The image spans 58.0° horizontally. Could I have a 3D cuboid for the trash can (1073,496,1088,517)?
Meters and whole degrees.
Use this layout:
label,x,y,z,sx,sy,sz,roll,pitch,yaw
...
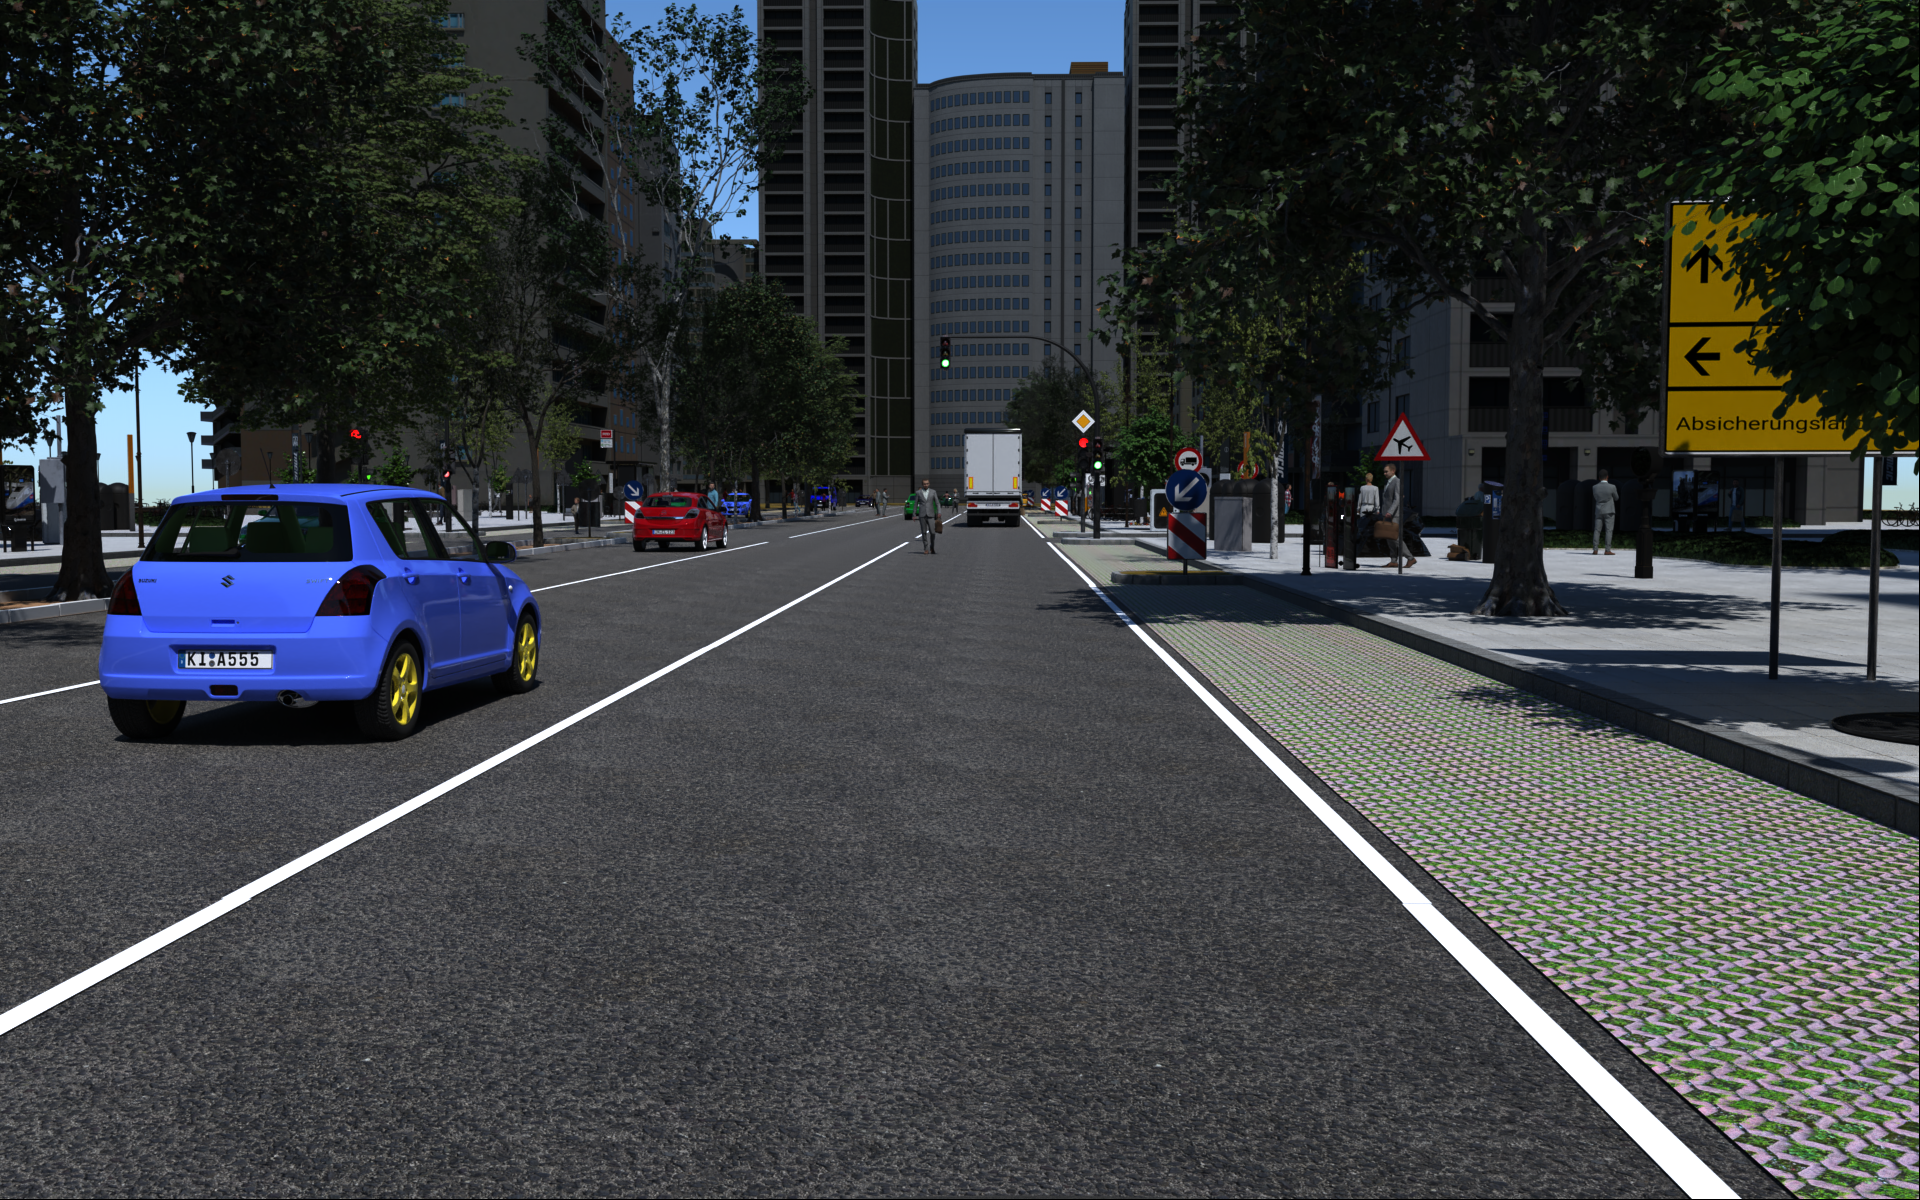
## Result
label,x,y,z,sx,sy,sz,roll,pitch,yaw
trash can,7.002,-5.331,98.811,0.748,1.137,0.748,0,3,0

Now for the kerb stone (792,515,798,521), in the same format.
label,x,y,z,sx,sy,sz,roll,pitch,yaw
kerb stone,-8.923,-4.329,92.980,0.120,0.150,1.000,0,4,1

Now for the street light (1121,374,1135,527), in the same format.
label,x,y,z,sx,sy,sz,roll,pitch,yaw
street light,6.428,-5.737,66.583,0.468,5.910,1.993,0,4,1

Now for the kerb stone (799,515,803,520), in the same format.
label,x,y,z,sx,sy,sz,roll,pitch,yaw
kerb stone,-8.881,-4.456,95.046,0.120,0.150,1.000,0,4,1

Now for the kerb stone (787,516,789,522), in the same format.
label,x,y,z,sx,sy,sz,roll,pitch,yaw
kerb stone,-9.019,-4.078,88.877,0.120,0.150,1.000,0,4,1

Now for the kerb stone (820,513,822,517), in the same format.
label,x,y,z,sx,sy,sz,roll,pitch,yaw
kerb stone,-8.653,-5.083,105.303,0.120,0.150,1.000,0,4,1

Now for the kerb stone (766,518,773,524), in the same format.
label,x,y,z,sx,sy,sz,roll,pitch,yaw
kerb stone,-9.155,-3.701,82.731,0.120,0.150,1.000,0,4,1

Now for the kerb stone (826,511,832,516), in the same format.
label,x,y,z,sx,sy,sz,roll,pitch,yaw
kerb stone,-8.515,-5.459,111.455,0.120,0.150,1.000,0,4,1

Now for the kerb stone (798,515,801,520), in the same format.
label,x,y,z,sx,sy,sz,roll,pitch,yaw
kerb stone,-8.901,-4.393,94.016,0.120,0.150,1.000,0,4,1

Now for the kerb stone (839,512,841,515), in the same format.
label,x,y,z,sx,sy,sz,roll,pitch,yaw
kerb stone,-8.373,-5.835,117.596,0.120,0.150,1.000,0,4,1

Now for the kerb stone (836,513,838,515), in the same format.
label,x,y,z,sx,sy,sz,roll,pitch,yaw
kerb stone,-8.421,-5.703,115.552,0.120,0.150,1.000,0,4,1

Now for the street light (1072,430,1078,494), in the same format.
label,x,y,z,sx,sy,sz,roll,pitch,yaw
street light,7.350,-8.422,110.487,0.468,5.910,1.993,0,4,1

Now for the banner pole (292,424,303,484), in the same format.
label,x,y,z,sx,sy,sz,roll,pitch,yaw
banner pole,-23.817,-4.423,62.333,0.863,3.779,0.401,3,5,42

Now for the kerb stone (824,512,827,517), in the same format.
label,x,y,z,sx,sy,sz,roll,pitch,yaw
kerb stone,-8.587,-5.271,108.384,0.120,0.150,1.000,0,4,1

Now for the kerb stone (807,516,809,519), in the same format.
label,x,y,z,sx,sy,sz,roll,pitch,yaw
kerb stone,-8.807,-4.644,98.117,0.120,0.150,1.000,0,4,1

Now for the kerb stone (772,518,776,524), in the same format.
label,x,y,z,sx,sy,sz,roll,pitch,yaw
kerb stone,-9.134,-3.765,83.761,0.120,0.150,1.000,0,4,1

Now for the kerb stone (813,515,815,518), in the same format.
label,x,y,z,sx,sy,sz,roll,pitch,yaw
kerb stone,-8.739,-4.825,101.202,0.120,0.150,1.000,0,4,1

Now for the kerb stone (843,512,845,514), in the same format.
label,x,y,z,sx,sy,sz,roll,pitch,yaw
kerb stone,-8.307,-6.024,120.680,0.120,0.150,1.000,0,4,1

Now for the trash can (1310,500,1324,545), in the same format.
label,x,y,z,sx,sy,sz,roll,pitch,yaw
trash can,9.078,-1.972,43.893,0.748,1.137,0.748,0,3,0

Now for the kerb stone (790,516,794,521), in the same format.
label,x,y,z,sx,sy,sz,roll,pitch,yaw
kerb stone,-8.974,-4.203,90.927,0.120,0.150,1.000,0,4,1

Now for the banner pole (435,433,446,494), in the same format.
label,x,y,z,sx,sy,sz,roll,pitch,yaw
banner pole,-21.166,-4.938,70.746,0.863,3.779,0.401,1,4,22

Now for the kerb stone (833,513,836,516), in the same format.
label,x,y,z,sx,sy,sz,roll,pitch,yaw
kerb stone,-8.444,-5.647,114.530,0.120,0.150,1.000,0,4,1

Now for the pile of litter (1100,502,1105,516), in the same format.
label,x,y,z,sx,sy,sz,roll,pitch,yaw
pile of litter,8.771,-5.396,102.188,1.719,0.858,1.176,-1,4,-20

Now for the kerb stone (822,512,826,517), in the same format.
label,x,y,z,sx,sy,sz,roll,pitch,yaw
kerb stone,-8.602,-5.207,107.361,0.120,0.150,1.000,0,4,1

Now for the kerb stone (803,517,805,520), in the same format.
label,x,y,z,sx,sy,sz,roll,pitch,yaw
kerb stone,-8.867,-4.517,96.070,0.120,0.150,1.000,0,4,1

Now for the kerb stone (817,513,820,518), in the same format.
label,x,y,z,sx,sy,sz,roll,pitch,yaw
kerb stone,-8.668,-5.018,104.281,0.120,0.150,1.000,0,4,1

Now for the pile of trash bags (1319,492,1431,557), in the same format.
label,x,y,z,sx,sy,sz,roll,pitch,yaw
pile of trash bags,8.497,-1.646,36.664,1.912,1.369,3.447,-1,4,-11

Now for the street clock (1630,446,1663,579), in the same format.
label,x,y,z,sx,sy,sz,roll,pitch,yaw
street clock,10.407,-1.329,26.302,0.358,2.002,0.471,-1,4,-19

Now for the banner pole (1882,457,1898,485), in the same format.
label,x,y,z,sx,sy,sz,roll,pitch,yaw
banner pole,32.421,-4.325,60.727,0.863,3.779,0.401,1,4,15

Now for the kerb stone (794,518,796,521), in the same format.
label,x,y,z,sx,sy,sz,roll,pitch,yaw
kerb stone,-8.949,-4.266,91.957,0.120,0.150,1.000,0,4,1

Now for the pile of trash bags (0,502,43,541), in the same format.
label,x,y,z,sx,sy,sz,roll,pitch,yaw
pile of trash bags,-25.854,-2.358,48.301,1.912,1.369,3.447,-3,5,-45

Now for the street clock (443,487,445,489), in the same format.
label,x,y,z,sx,sy,sz,roll,pitch,yaw
street clock,-23.268,-4.511,78.319,0.358,2.002,0.471,-1,4,-13

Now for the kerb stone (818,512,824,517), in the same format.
label,x,y,z,sx,sy,sz,roll,pitch,yaw
kerb stone,-8.633,-5.146,106.338,0.120,0.150,1.000,0,4,1

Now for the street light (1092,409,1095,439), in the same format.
label,x,y,z,sx,sy,sz,roll,pitch,yaw
street light,6.885,-7.077,88.496,0.468,5.910,1.993,0,4,1

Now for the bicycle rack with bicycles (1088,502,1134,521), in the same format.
label,x,y,z,sx,sy,sz,roll,pitch,yaw
bicycle rack with bicycles,7.481,-4.237,82.653,2.925,0.926,2.852,0,4,-1

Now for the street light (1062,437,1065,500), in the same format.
label,x,y,z,sx,sy,sz,roll,pitch,yaw
street light,7.901,-9.747,132.154,0.468,5.910,1.993,0,4,1

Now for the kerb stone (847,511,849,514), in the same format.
label,x,y,z,sx,sy,sz,roll,pitch,yaw
kerb stone,-8.239,-6.212,123.758,0.120,0.150,1.000,0,4,1

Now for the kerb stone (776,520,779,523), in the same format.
label,x,y,z,sx,sy,sz,roll,pitch,yaw
kerb stone,-9.106,-3.828,84.783,0.120,0.150,1.000,0,4,1

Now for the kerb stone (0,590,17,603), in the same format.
label,x,y,z,sx,sy,sz,roll,pitch,yaw
kerb stone,-12.608,-0.034,22.748,0.120,0.150,1.000,0,4,1

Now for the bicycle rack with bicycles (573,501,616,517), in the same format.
label,x,y,z,sx,sy,sz,roll,pitch,yaw
bicycle rack with bicycles,-20.338,-5.059,96.093,2.852,0.926,2.925,-1,4,-16

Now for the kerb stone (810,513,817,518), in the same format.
label,x,y,z,sx,sy,sz,roll,pitch,yaw
kerb stone,-8.719,-4.895,102.228,0.120,0.150,1.000,0,4,1

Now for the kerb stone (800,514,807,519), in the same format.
label,x,y,z,sx,sy,sz,roll,pitch,yaw
kerb stone,-8.832,-4.581,97.095,0.120,0.150,1.000,0,4,1

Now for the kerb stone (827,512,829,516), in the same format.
label,x,y,z,sx,sy,sz,roll,pitch,yaw
kerb stone,-8.559,-5.334,109.409,0.120,0.150,1.000,0,4,1

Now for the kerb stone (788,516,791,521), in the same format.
label,x,y,z,sx,sy,sz,roll,pitch,yaw
kerb stone,-8.998,-4.141,89.905,0.120,0.150,1.000,0,4,1

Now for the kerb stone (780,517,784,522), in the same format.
label,x,y,z,sx,sy,sz,roll,pitch,yaw
kerb stone,-9.061,-3.952,86.828,0.120,0.150,1.000,0,4,1

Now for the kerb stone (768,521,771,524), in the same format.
label,x,y,z,sx,sy,sz,roll,pitch,yaw
kerb stone,-9.179,-3.640,81.703,0.120,0.150,1.000,0,4,1

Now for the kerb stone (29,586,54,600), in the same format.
label,x,y,z,sx,sy,sz,roll,pitch,yaw
kerb stone,-12.567,-0.096,23.773,0.120,0.150,1.000,0,4,1

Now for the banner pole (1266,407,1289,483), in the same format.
label,x,y,z,sx,sy,sz,roll,pitch,yaw
banner pole,9.028,-3.647,49.640,0.863,3.779,0.401,2,4,31

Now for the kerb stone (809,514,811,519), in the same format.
label,x,y,z,sx,sy,sz,roll,pitch,yaw
kerb stone,-8.787,-4.701,99.147,0.120,0.150,1.000,0,4,1

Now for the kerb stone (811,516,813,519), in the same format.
label,x,y,z,sx,sy,sz,roll,pitch,yaw
kerb stone,-8.767,-4.769,100.176,0.120,0.150,1.000,0,4,1

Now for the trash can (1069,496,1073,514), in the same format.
label,x,y,z,sx,sy,sz,roll,pitch,yaw
trash can,7.259,-5.957,109.054,0.748,1.137,0.748,0,3,0

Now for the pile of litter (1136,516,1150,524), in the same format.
label,x,y,z,sx,sy,sz,roll,pitch,yaw
pile of litter,8.141,-3.786,75.859,1.176,0.858,1.719,1,4,11

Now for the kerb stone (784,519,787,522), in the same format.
label,x,y,z,sx,sy,sz,roll,pitch,yaw
kerb stone,-9.038,-4.014,87.850,0.120,0.150,1.000,0,4,1

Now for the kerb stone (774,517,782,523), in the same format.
label,x,y,z,sx,sy,sz,roll,pitch,yaw
kerb stone,-9.079,-3.884,85.806,0.120,0.150,1.000,0,4,1

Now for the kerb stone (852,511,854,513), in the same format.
label,x,y,z,sx,sy,sz,roll,pitch,yaw
kerb stone,-8.145,-6.462,127.852,0.120,0.150,1.000,0,4,1
